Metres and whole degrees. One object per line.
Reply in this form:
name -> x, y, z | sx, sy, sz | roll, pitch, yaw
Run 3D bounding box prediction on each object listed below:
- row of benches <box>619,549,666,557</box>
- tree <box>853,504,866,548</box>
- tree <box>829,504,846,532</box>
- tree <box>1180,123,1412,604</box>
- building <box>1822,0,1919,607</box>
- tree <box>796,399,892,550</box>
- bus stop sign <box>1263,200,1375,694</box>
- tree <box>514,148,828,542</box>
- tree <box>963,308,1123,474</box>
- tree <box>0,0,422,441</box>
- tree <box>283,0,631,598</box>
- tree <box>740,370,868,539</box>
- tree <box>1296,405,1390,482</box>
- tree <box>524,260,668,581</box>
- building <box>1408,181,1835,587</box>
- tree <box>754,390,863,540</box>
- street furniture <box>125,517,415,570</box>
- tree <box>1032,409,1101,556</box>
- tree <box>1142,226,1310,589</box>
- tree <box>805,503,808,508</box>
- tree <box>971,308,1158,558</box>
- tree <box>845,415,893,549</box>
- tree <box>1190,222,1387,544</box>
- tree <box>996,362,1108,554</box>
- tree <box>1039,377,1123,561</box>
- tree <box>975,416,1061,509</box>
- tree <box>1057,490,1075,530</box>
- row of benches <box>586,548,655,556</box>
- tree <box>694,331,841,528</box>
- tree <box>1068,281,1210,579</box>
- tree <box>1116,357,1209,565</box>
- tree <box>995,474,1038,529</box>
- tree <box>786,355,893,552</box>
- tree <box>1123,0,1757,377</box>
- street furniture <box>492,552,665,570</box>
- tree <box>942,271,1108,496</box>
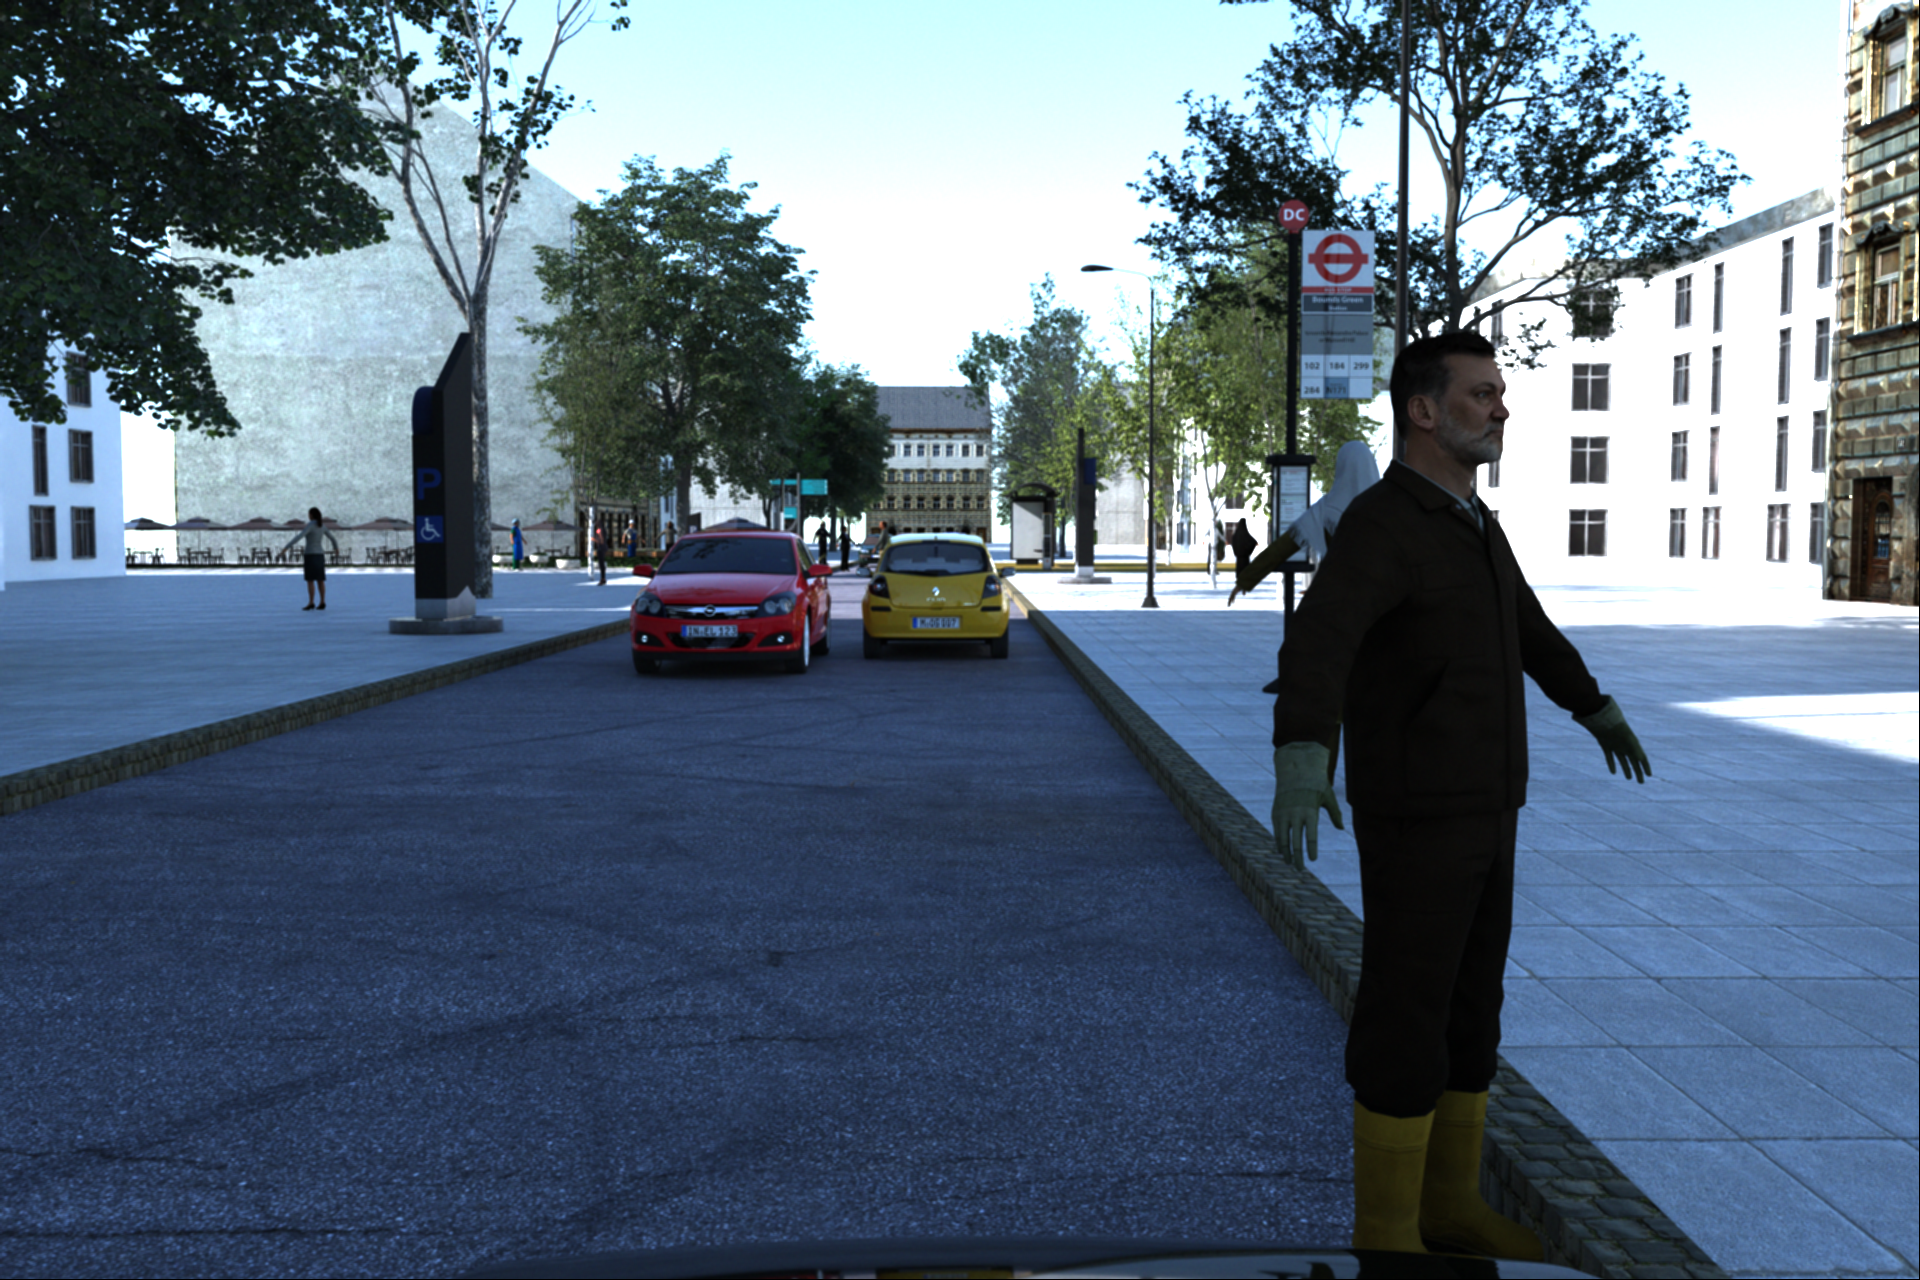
row of benches -> -12.553, -3.548, 73.465 | 4.104, 0.672, 1.422 | -2, 4, -26
tree -> -9.336, -12.673, 157.562 | 4.360, 8.622, 3.978 | 0, 3, 0
tree -> -16.802, -18.490, 252.672 | 4.360, 8.622, 3.978 | 0, 3, 0
tree -> 5.892, -4.970, 31.619 | 4.360, 8.622, 3.978 | 0, 3, 0
building -> 26.083, -11.811, 24.038 | 19.493, 23.208, 18.063 | 0, 4, 0
tree -> -9.283, -13.327, 136.029 | 7.486, 12.596, 7.792 | 0, 3, 0
bus stop sign -> 2.885, -1.544, 13.940 | 0.855, 3.939, 0.416 | 0, 3, 0
tree -> -9.210, -9.174, 56.648 | 9.857, 13.997, 8.962 | 0, 3, 0
tree -> 6.864, -17.642, 144.342 | 12.611, 20.169, 13.585 | 0, 3, 0
tree -> -9.461, -6.675, 15.795 | 9.857, 13.997, 8.962 | 0, 3, 0
tree -> -11.023, -10.923, 34.487 | 12.611, 20.169, 13.585 | 0, 3, 0
tree -> -9.254, -10.077, 99.168 | 8.767, 10.594, 7.601 | 0, 4, 5
tree -> 16.200, -7.612, 74.815 | 4.737, 8.622, 4.395 | 0, 3, 0
tree -> -10.059, -5.894, 46.735 | 4.360, 8.622, 3.978 | 0, 3, 0
building -> 21.626, -6.774, 52.901 | 9.099, 9.664, 28.070 | 0, 4, 0
tree -> -9.617, -10.647, 108.487 | 7.601, 10.594, 8.767 | -1, 4, -16
street furniture -> -33.457, -3.731, 66.038 | 27.439, 1.986, 14.083 | 1, 4, 14
tree -> 6.098, -9.361, 103.406 | 4.737, 8.622, 4.395 | 0, 3, 0
tree -> 6.053, -5.494, 40.196 | 4.737, 8.622, 4.395 | 0, 3, 0
tree -> -25.744, -21.118, 251.941 | 9.857, 13.997, 8.962 | 0, 3, 0
tree -> 5.683, -11.188, 93.288 | 12.009, 13.543, 11.850 | 0, 3, 0
tree -> -9.394, -13.456, 145.768 | 9.928, 11.665, 9.643 | 0, 3, 0
tree -> 11.282, -8.689, 60.199 | 7.486, 12.596, 7.792 | 0, 3, 0
tree -> 6.146, -11.938, 113.309 | 7.486, 12.596, 7.792 | 0, 3, 0
tree -> 5.581, -8.069, 82.294 | 4.737, 8.622, 4.395 | 0, 3, 0
tree -> 6.396, -15.374, 161.742 | 12.009, 13.543, 11.850 | 0, 3, 0
tree -> 17.139, -20.350, 250.849 | 7.486, 12.596, 7.792 | 0, 3, 0
row of benches -> -14.795, -3.745, 76.696 | 1.422, 0.672, 4.104 | 3, 4, 36
tree -> -9.821, -9.937, 88.224 | 9.928, 11.665, 9.643 | 0, 3, 0
tree -> 5.363, -6.074, 49.680 | 4.737, 8.622, 4.395 | 0, 3, 0
tree -> 8.726, -7.410, 71.523 | 4.360, 8.622, 3.978 | 0, 3, 0
tree -> 8.901, -20.651, 255.773 | 7.486, 12.596, 7.792 | 0, 3, 0
tree -> -9.221, -13.358, 125.061 | 9.857, 13.997, 8.962 | 0, 3, 0
tree -> 5.449, -5.266, 20.519 | 7.601, 10.594, 8.767 | -1, 4, -17
street furniture -> -12.716, -3.024, 65.063 | 10.072, 0.657, 5.734 | 0, 4, -6
tree -> 5.090, -16.617, 127.584 | 12.611, 20.169, 13.585 | 0, 3, 0
